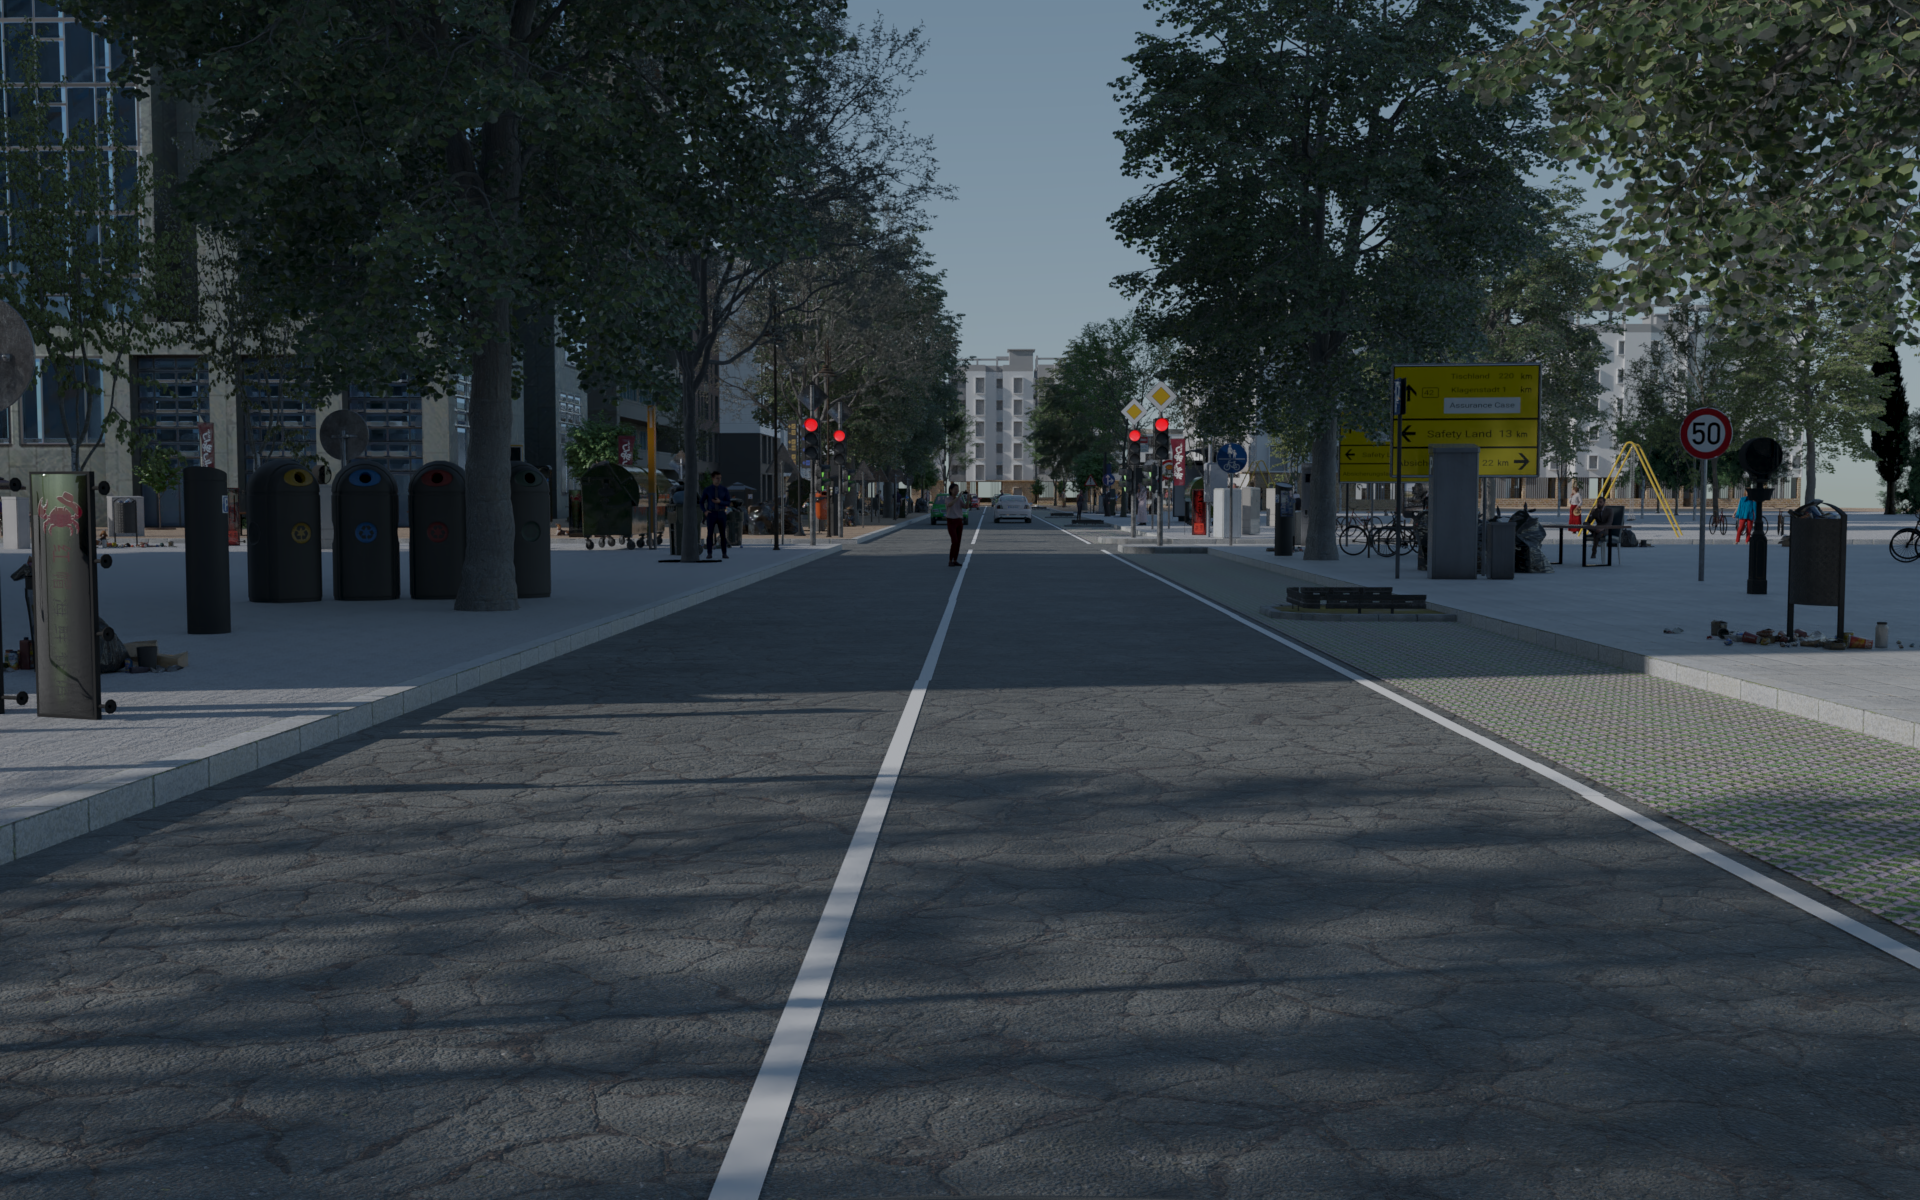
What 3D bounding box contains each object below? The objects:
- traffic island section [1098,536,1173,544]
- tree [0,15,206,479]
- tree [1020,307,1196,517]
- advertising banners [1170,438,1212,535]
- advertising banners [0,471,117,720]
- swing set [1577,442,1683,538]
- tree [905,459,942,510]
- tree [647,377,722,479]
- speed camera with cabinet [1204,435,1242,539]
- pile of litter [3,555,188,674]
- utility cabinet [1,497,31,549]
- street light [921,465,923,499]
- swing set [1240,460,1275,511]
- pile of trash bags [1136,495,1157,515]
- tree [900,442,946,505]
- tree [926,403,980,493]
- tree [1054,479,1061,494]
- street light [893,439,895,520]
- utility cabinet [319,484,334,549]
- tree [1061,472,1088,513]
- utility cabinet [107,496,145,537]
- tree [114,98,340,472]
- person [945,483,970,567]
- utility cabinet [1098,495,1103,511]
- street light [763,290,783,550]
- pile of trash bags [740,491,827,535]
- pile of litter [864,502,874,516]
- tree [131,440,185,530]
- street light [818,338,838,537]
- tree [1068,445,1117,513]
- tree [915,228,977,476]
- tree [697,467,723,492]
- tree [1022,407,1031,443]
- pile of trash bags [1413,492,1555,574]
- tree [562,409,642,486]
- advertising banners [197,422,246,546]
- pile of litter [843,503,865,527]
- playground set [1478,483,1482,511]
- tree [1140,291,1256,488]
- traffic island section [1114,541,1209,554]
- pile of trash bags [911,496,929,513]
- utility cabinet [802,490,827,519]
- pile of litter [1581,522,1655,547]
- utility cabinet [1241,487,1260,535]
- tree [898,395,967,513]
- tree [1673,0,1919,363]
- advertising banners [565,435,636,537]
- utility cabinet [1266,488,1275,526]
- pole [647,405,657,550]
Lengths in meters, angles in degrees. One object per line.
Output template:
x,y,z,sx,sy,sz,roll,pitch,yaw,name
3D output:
5.121,-1.753,50.938,2.009,0.180,2.903,0,4,1,traffic island section
-13.935,-4.699,27.189,4.737,8.622,4.395,0,3,0,tree
9.192,-10.362,95.172,9.928,11.665,9.643,0,3,0,tree
7.478,-3.528,53.875,2.074,3.025,0.090,2,4,32,advertising banners
-5.780,-0.849,10.073,2.074,3.025,0.090,1,4,20,advertising banners
20.586,-3.389,53.030,2.862,2.851,3.119,2,4,25,swing set
-3.147,-9.757,143.243,4.285,4.588,4.351,0,3,0,tree
-17.033,-9.547,106.456,4.360,8.622,3.978,0,3,0,tree
7.702,-3.451,50.767,0.660,3.252,2.038,0,4,-8,speed camera with cabinet
-6.497,0.070,12.820,1.719,0.858,1.176,3,4,37,pile of litter
-22.205,-1.810,40.759,1.020,1.237,0.306,3,5,44,utility cabinet
-2.636,-9.049,120.732,0.468,5.910,1.993,0,4,1,street light
13.933,-5.112,81.208,2.862,2.851,3.119,0,4,3,swing set
11.595,-5.992,107.724,1.912,1.369,3.447,1,4,13,pile of trash bags
-3.136,-12.547,155.508,4.737,8.622,4.395,0,3,0,tree
-1.646,-16.381,193.581,9.928,11.665,9.643,0,3,0,tree
10.639,-11.425,181.392,1.663,3.219,1.824,0,3,0,tree
-3.252,-6.923,85.986,0.468,5.910,1.993,0,4,1,street light
-14.746,-1.895,39.658,1.173,1.500,0.318,-2,4,-25,utility cabinet
8.449,-7.712,120.693,1.663,3.219,1.824,0,3,0,tree
-25.327,-2.535,52.603,0.306,1.237,1.020,2,4,33,utility cabinet
-13.317,-5.021,32.454,4.360,8.622,3.978,0,3,0,tree
-0.045,-1.493,34.364,0.517,1.644,0.566,0,4,3,person
9.584,-6.251,113.372,1.020,1.237,0.306,0,4,-1,utility cabinet
-4.200,-4.078,39.458,0.468,5.910,1.993,0,4,1,street light
-5.617,-2.787,55.321,3.447,1.369,1.912,-2,4,-34,pile of trash bags
-5.866,-5.450,103.066,1.719,0.858,1.176,2,4,24,pile of litter
-28.691,-4.144,62.354,1.663,3.219,1.824,0,3,0,tree
-3.895,-4.800,51.265,0.468,5.910,1.993,0,4,1,street light
8.933,-8.125,116.557,4.285,4.588,4.351,0,3,0,tree
-4.454,-10.030,70.643,9.857,13.997,8.962,0,3,0,tree
-18.175,-7.942,124.455,1.663,3.219,1.824,0,3,0,tree
9.641,-13.987,135.337,9.857,13.997,8.962,0,3,0,tree
8.600,-1.199,29.355,1.912,1.369,3.447,0,4,-6,pile of trash bags
-13.847,-5.085,66.852,4.285,4.588,4.351,0,3,0,tree
-18.027,-2.855,42.862,0.090,3.025,2.074,1,4,23,advertising banners
-4.601,-3.315,68.164,1.176,0.858,1.719,1,4,9,pile of litter
34.031,-8.301,122.493,5.637,4.214,5.302,0,4,-1,playground set
8.440,-6.683,59.630,4.360,8.622,3.978,0,3,0,tree
4.979,-1.264,42.954,2.009,0.180,2.903,0,4,1,traffic island section
-3.825,-6.668,118.774,3.447,1.369,1.912,0,4,-1,pile of trash bags
-7.249,-4.746,86.280,1.173,1.500,0.318,1,4,12,utility cabinet
16.052,-1.730,42.247,1.176,0.858,1.719,-2,4,-28,pile of litter
9.136,-2.791,54.313,0.318,1.500,1.173,2,4,24,utility cabinet
-3.187,-11.008,114.401,8.767,10.594,7.601,2,4,25,tree
6.964,-6.320,9.982,9.857,13.997,8.962,0,3,0,tree
-10.659,-3.378,51.419,2.074,3.025,0.090,-1,4,-16,advertising banners
12.433,-3.647,68.302,0.318,1.500,1.173,-1,4,-10,utility cabinet
-7.090,-2.817,39.894,0.158,3.312,0.155,0,3,0,pole
